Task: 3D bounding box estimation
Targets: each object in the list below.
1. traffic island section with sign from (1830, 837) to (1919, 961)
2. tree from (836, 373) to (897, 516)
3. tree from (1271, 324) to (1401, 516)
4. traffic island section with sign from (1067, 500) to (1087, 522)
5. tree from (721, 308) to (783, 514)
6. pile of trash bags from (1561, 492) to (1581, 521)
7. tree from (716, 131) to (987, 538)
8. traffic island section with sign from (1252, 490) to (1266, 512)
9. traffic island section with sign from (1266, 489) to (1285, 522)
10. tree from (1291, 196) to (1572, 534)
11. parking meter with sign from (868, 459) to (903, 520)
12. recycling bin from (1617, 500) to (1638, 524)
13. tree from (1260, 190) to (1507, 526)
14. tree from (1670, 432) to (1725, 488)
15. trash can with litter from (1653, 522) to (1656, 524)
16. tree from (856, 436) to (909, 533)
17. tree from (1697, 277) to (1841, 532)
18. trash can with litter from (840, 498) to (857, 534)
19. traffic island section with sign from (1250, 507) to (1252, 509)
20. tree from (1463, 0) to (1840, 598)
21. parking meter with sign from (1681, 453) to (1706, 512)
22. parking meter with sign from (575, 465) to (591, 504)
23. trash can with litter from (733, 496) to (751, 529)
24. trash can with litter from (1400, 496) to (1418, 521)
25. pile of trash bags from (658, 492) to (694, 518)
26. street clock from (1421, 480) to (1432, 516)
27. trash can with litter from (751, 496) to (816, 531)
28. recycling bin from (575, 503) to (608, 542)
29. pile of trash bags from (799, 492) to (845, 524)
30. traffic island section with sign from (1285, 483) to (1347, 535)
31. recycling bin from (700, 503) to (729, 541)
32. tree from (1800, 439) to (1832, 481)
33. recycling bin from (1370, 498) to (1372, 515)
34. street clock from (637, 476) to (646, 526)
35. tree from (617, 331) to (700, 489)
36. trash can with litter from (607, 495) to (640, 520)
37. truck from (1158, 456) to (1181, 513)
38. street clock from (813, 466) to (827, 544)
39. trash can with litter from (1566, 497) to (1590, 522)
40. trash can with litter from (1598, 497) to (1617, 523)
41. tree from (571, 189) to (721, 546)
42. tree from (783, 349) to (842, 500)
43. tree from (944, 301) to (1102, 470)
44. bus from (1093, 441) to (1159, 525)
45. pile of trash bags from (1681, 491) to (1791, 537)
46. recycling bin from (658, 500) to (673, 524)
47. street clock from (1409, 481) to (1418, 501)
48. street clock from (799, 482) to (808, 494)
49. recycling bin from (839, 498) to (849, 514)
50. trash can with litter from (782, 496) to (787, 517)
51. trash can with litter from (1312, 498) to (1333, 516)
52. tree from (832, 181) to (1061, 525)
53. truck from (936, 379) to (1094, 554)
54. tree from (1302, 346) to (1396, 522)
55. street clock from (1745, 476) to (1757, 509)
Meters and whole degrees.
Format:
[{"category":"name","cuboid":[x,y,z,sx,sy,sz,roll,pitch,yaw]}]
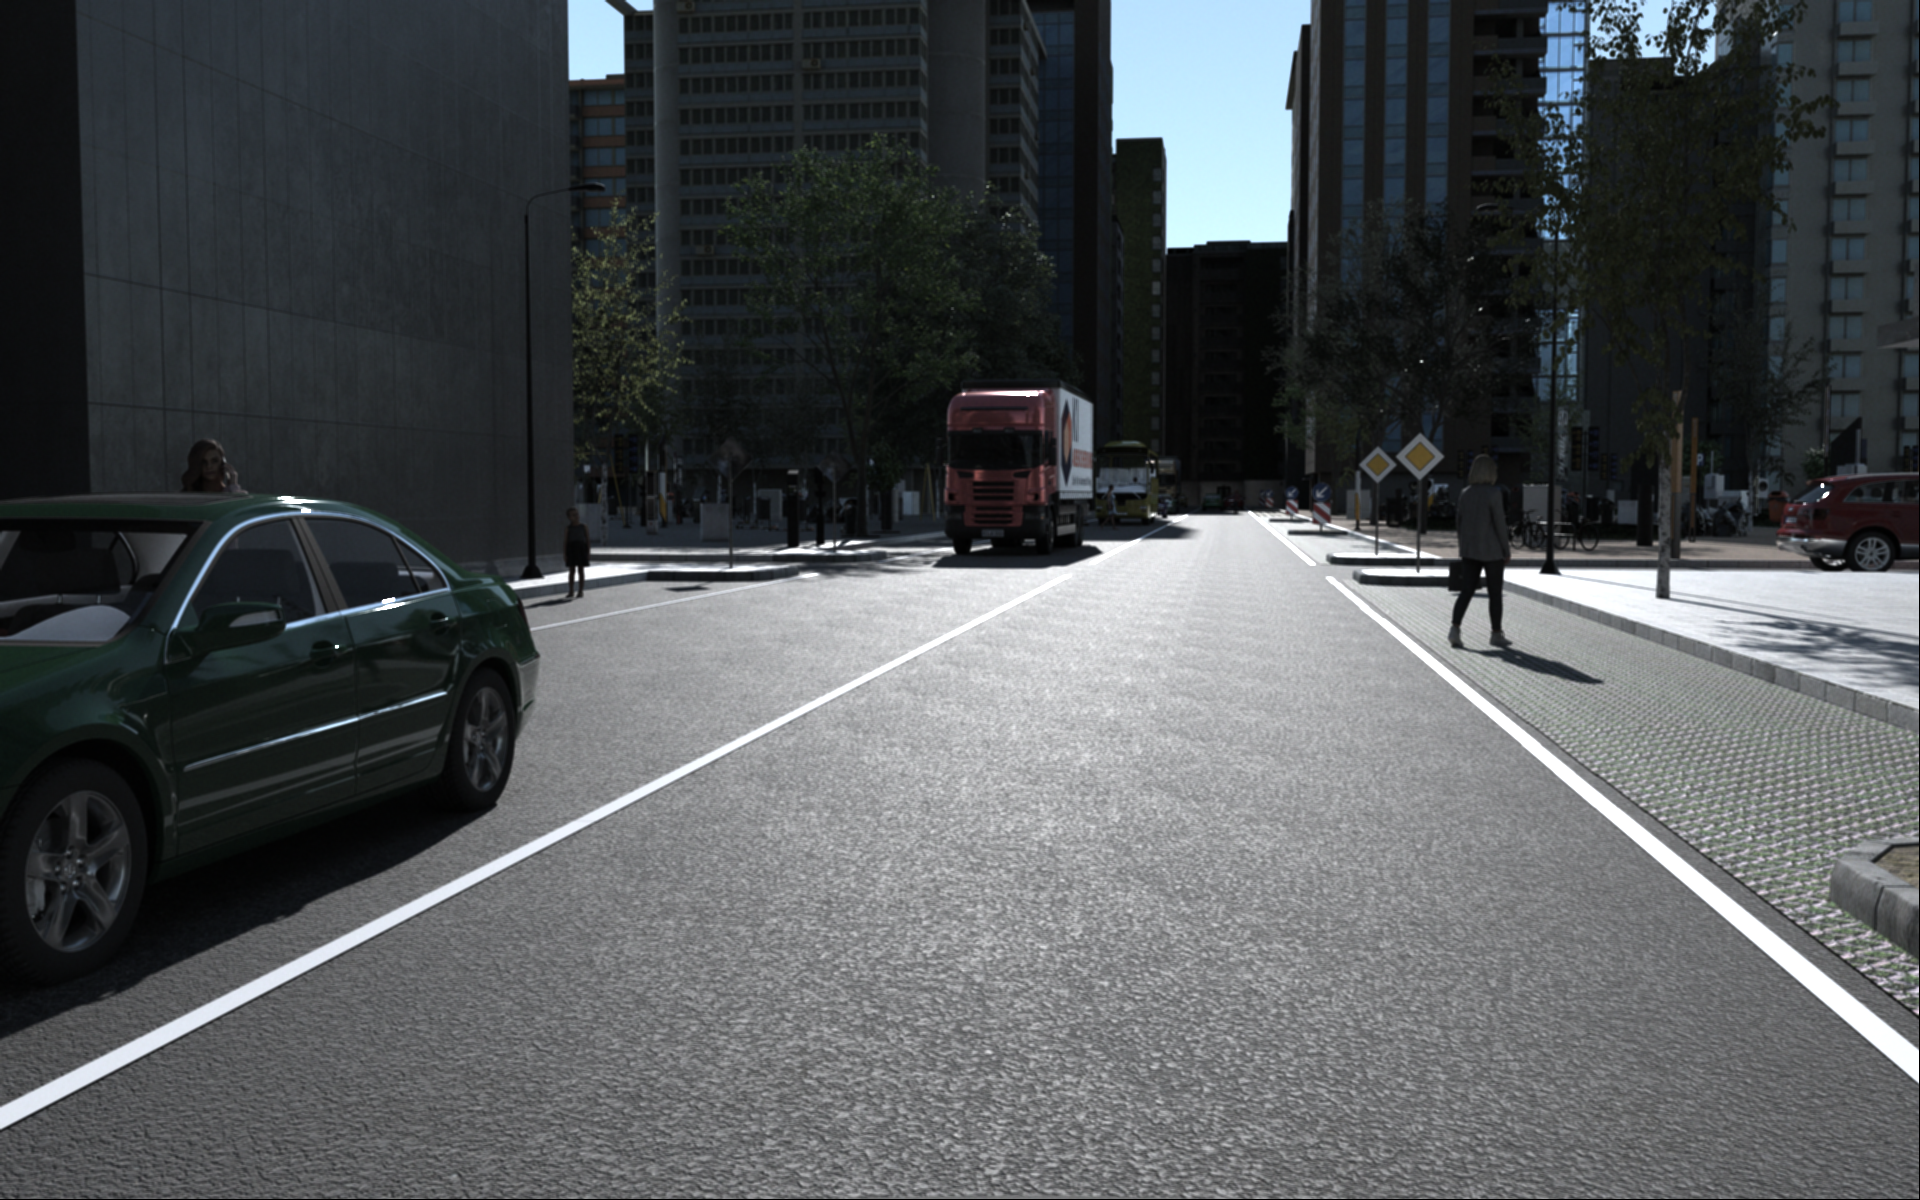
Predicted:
[{"category":"traffic island section with sign","cuboid":[3.967,0.195,5.446,1.989,1.847,2.006,1,4,9]},{"category":"tree","cuboid":[-5.306,-9.137,99.754,4.737,8.622,4.395,0,3,0]},{"category":"tree","cuboid":[22.374,-10.830,102.832,9.928,11.665,9.643,0,3,0]},{"category":"traffic island section with sign","cuboid":[5.510,-4.920,89.072,1.989,1.847,2.006,1,4,9]},{"category":"tree","cuboid":[-9.650,-7.285,69.466,4.360,8.622,3.978,0,3,0]},{"category":"pile of trash bags","cuboid":[26.326,-4.116,77.056,3.447,1.369,1.912,-2,4,-32]},{"category":"tree","cuboid":[-3.033,-7.664,51.059,9.928,11.665,9.643,0,3,0]},{"category":"traffic island section with sign","cuboid":[24.299,-7.834,136.721,1.989,1.847,2.006,1,4,9]},{"category":"traffic island section with sign","cuboid":[16.857,-4.897,88.686,1.989,1.847,2.006,1,4,9]},{"category":"tree","cuboid":[14.816,-7.387,55.185,8.767,10.594,7.601,1,4,10]},{"category":"parking meter with sign","cuboid":[-3.646,-5.449,85.349,1.738,3.016,0.543,2,4,24]},{"category":"recycling bin","cuboid":[26.924,-3.506,69.872,0.722,1.027,0.722,1,4,19]},{"category":"tree","cuboid":[17.021,-9.787,70.380,12.009,13.543,11.850,0,3,0]},{"category":"tree","cuboid":[37.534,-6.436,88.946,4.285,4.588,4.351,0,3,0]},{"category":"trash can with litter","cuboid":[26.770,-3.414,66.874,1.678,1.210,2.233,2,4,34]},{"category":"tree","cuboid":[-2.628,-3.828,57.188,1.663,3.219,1.824,0,3,0]},{"category":"tree","cuboid":[27.132,-6.630,58.766,4.360,8.622,3.978,0,3,0]},{"category":"trash can with litter","cuboid":[-3.542,-2.667,54.988,0.624,1.170,1.055,-2,4,-25]},{"category":"traffic island section with sign","cuboid":[28.485,-9.486,163.727,1.989,1.847,2.006,1,4,9]},{"category":"tree","cuboid":[8.445,-4.330,21.163,4.737,8.622,4.395,0,3,0]},{"category":"parking meter with sign","cuboid":[30.741,-4.728,73.569,1.738,3.016,0.543,-1,4,-18]},{"category":"parking meter with sign","cuboid":[-22.672,-6.505,102.615,1.738,3.016,0.543,3,4,36]},{"category":"trash can with litter","cuboid":[-7.590,-3.236,63.967,2.233,1.210,1.678,1,4,16]},{"category":"trash can with litter","cuboid":[18.670,-3.708,72.008,1.055,1.170,0.624,1,4,13]},{"category":"pile of trash bags","cuboid":[-15.804,-5.248,95.550,1.912,1.369,3.447,-1,4,-17]},{"category":"street clock","cuboid":[22.918,-4.928,85.147,0.471,2.002,0.358,0,4,2]},{"category":"trash can with litter","cuboid":[-5.975,-3.023,60.481,2.233,1.210,1.678,0,4,2]},{"category":"recycling bin","cuboid":[-9.954,-2.079,46.552,0.722,1.027,0.722,3,4,39]},{"category":"pile of trash bags","cuboid":[-6.136,-4.070,76.301,1.912,1.369,3.447,3,5,44]},{"category":"traffic island section with sign","cuboid":[12.523,-3.185,60.711,1.989,1.847,2.006,1,4,9]},{"category":"recycling bin","cuboid":[-6.721,-2.131,47.402,0.722,1.027,0.722,-1,4,-13]},{"category":"tree","cuboid":[51.813,-7.304,103.128,4.285,4.588,4.351,0,3,0]},{"category":"recycling bin","cuboid":[24.741,-5.666,105.186,0.722,1.027,0.722,-1,4,-10]},{"category":"street clock","cuboid":[-12.576,-3.930,68.827,0.471,2.002,0.358,2,4,28]},{"category":"tree","cuboid":[-13.960,-7.846,78.651,4.737,8.622,4.395,0,3,0]},{"category":"trash can with litter","cuboid":[-17.237,-4.653,87.128,2.233,1.210,1.678,1,4,14]},{"category":"truck","cuboid":[15.257,-8.671,130.681,2.839,4.237,11.283,1,4,9]},{"category":"street clock","cuboid":[-3.567,-2.425,44.212,0.358,2.002,0.471,0,4,5]},{"category":"trash can with litter","cuboid":[25.426,-3.652,71.104,1.055,1.170,0.624,2,4,26]},{"category":"trash can with litter","cuboid":[27.572,-3.783,73.236,1.055,1.170,0.624,0,4,-5]},{"category":"tree","cuboid":[-8.733,-5.651,42.759,4.360,8.622,3.978,0,3,0]},{"category":"tree","cuboid":[-8.091,-8.371,87.226,4.360,8.622,3.978,0,3,0]},{"category":"tree","cuboid":[3.787,-11.210,100.295,9.611,12.733,9.660,0,3,0]},{"category":"bus","cuboid":[8.087,-5.616,83.361,2.896,3.916,12.252,1,4,8]},{"category":"pile of trash bags","cuboid":[23.283,-2.594,52.169,1.912,1.369,3.447,-3,4,-37]},{"category":"recycling bin","cuboid":[-13.061,-3.871,75.843,0.722,1.027,0.722,2,4,24]},{"category":"street clock","cuboid":[25.756,-5.742,98.449,0.471,2.002,0.358,-1,4,-17]},{"category":"street clock","cuboid":[-8.899,-5.737,98.362,0.471,2.002,0.358,2,4,27]},{"category":"recycling bin","cuboid":[-7.377,-6.071,111.819,0.722,1.027,0.722,1,4,10]},{"category":"trash can with litter","cuboid":[-9.619,-5.279,97.698,1.055,1.170,0.624,1,4,11]},{"category":"trash can with litter","cuboid":[20.262,-5.226,96.831,1.055,1.170,0.624,0,4,-7]},{"category":"tree","cuboid":[-0.509,-10.067,71.252,9.857,13.997,8.962,0,3,0]},{"category":"truck","cuboid":[1.643,-3.408,44.627,2.839,4.237,11.283,1,4,10]},{"category":"tree","cuboid":[18.172,-7.912,79.729,4.737,8.622,4.395,0,3,0]},{"category":"street clock","cuboid":[32.330,-4.052,70.817,0.471,2.002,0.358,-2,4,-33]}]
